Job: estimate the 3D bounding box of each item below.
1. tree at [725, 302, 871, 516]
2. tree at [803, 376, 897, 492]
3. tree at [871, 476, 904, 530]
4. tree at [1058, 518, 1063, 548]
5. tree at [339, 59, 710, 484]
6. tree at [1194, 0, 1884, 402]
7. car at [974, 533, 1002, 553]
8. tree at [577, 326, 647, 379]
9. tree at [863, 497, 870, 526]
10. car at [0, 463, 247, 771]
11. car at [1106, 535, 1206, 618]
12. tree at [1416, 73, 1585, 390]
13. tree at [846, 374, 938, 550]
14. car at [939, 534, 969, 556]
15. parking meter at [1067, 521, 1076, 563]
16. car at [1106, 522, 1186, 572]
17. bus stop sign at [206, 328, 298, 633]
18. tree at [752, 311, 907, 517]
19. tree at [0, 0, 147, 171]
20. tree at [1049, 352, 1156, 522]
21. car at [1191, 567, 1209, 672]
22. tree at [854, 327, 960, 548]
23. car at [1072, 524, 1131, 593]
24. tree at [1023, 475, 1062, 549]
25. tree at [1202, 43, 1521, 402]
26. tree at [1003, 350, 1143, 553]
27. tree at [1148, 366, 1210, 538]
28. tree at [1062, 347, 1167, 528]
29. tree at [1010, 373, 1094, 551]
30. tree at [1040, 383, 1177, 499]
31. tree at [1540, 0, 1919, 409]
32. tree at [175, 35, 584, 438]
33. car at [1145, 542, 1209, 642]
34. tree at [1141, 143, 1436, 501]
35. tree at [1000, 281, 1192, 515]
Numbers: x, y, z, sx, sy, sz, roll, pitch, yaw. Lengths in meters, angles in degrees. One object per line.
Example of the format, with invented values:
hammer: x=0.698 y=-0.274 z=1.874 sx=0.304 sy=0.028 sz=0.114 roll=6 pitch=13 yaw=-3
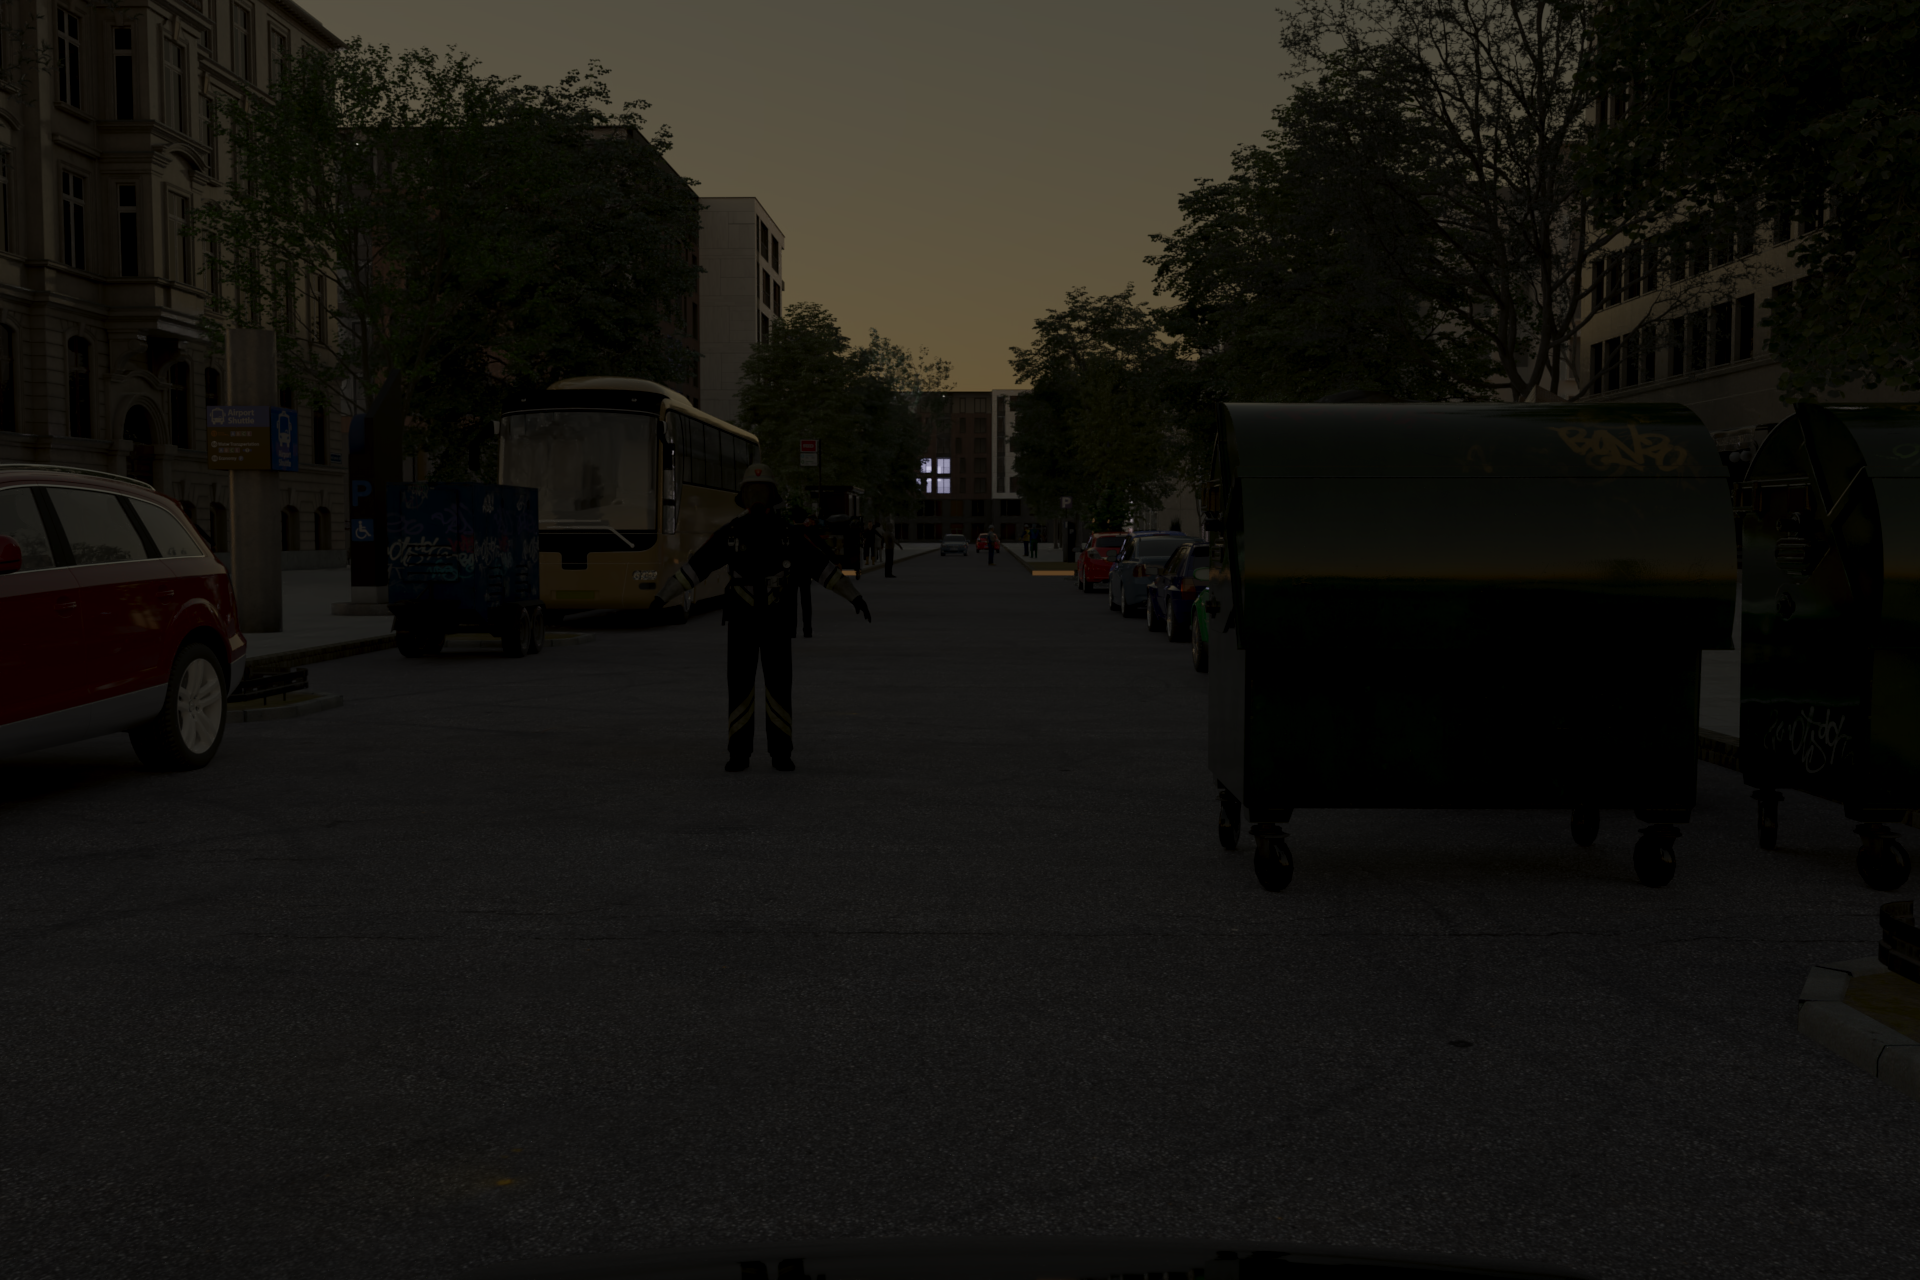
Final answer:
tree: x=-7.974 y=-10.216 z=85.159 sx=7.486 sy=12.596 sz=7.792 roll=0 pitch=3 yaw=0
tree: x=-7.592 y=-11.315 z=110.760 sx=9.928 sy=11.665 sz=9.643 roll=0 pitch=3 yaw=0
tree: x=-6.844 y=-11.947 z=145.703 sx=4.360 sy=8.622 sz=3.978 roll=0 pitch=3 yaw=0
tree: x=9.435 y=-14.318 z=159.846 sx=9.928 sy=11.665 sz=9.643 roll=0 pitch=3 yaw=0
tree: x=-11.462 y=-8.551 z=46.471 sx=9.857 sy=13.997 sz=8.962 roll=0 pitch=3 yaw=0
tree: x=9.433 y=-7.219 z=28.405 sx=12.009 sy=13.543 sz=11.850 roll=0 pitch=3 yaw=0
car: x=2.125 y=-7.554 z=132.547 sx=2.155 sy=1.783 sz=4.494 roll=0 pitch=3 yaw=0
tree: x=-11.519 y=-6.424 z=55.387 sx=4.360 sy=8.622 sz=3.978 roll=0 pitch=3 yaw=0
tree: x=-7.497 y=-10.390 z=120.234 sx=4.360 sy=8.622 sz=3.978 roll=0 pitch=3 yaw=0
car: x=-5.656 y=-0.023 z=9.054 sx=2.281 sy=1.827 sz=5.304 roll=0 pitch=4 yaw=1
car: x=3.659 y=-1.160 z=30.963 sx=2.014 sy=1.417 sz=4.499 roll=0 pitch=4 yaw=0
tree: x=25.635 y=-13.180 z=71.375 sx=12.611 sy=20.169 sz=13.585 roll=0 pitch=3 yaw=0
tree: x=-6.637 y=-14.094 z=137.093 sx=9.857 sy=13.997 sz=8.962 roll=0 pitch=3 yaw=0
car: x=-0.359 y=-6.228 z=113.831 sx=2.014 sy=1.417 sz=4.499 roll=0 pitch=4 yaw=1
parking meter: x=4.995 y=-4.382 z=77.360 sx=0.399 sy=1.863 sz=0.255 roll=0 pitch=4 yaw=1
car: x=3.976 y=-1.577 z=35.376 sx=1.945 sy=1.707 sz=3.694 roll=0 pitch=4 yaw=1
bus stop sign: x=-9.191 y=-2.051 z=22.551 sx=0.837 sy=3.901 sz=0.837 roll=0 pitch=4 yaw=2
tree: x=-7.466 y=-11.750 z=98.770 sx=9.857 sy=13.997 sz=8.962 roll=0 pitch=3 yaw=0
tree: x=-12.141 y=-6.301 z=13.396 sx=12.009 sy=13.543 sz=11.850 roll=0 pitch=3 yaw=0
tree: x=8.842 y=-11.574 z=107.369 sx=7.486 sy=12.596 sz=7.792 roll=0 pitch=3 yaw=0
car: x=3.290 y=-0.477 z=16.597 sx=1.959 sy=1.807 sz=4.718 roll=0 pitch=4 yaw=1
tree: x=-6.018 y=-18.449 z=157.523 sx=12.611 sy=20.169 sz=13.585 roll=0 pitch=3 yaw=0
car: x=3.912 y=-2.104 z=43.445 sx=2.155 sy=1.783 sz=4.494 roll=0 pitch=4 yaw=1
tree: x=8.432 y=-14.093 z=148.550 sx=7.486 sy=12.596 sz=7.792 roll=0 pitch=3 yaw=0
tree: x=9.229 y=-7.524 z=41.142 sx=7.486 sy=12.596 sz=7.792 roll=0 pitch=3 yaw=0
tree: x=8.109 y=-13.048 z=119.988 sx=9.857 sy=13.997 sz=8.962 roll=0 pitch=3 yaw=0
tree: x=10.340 y=-7.615 z=74.872 sx=4.737 sy=8.622 sz=4.395 roll=0 pitch=3 yaw=0
tree: x=5.785 y=-7.186 z=67.849 sx=4.737 sy=8.622 sz=4.395 roll=0 pitch=3 yaw=0
tree: x=8.230 y=-13.886 z=133.691 sx=9.857 sy=13.997 sz=8.962 roll=0 pitch=3 yaw=0
tree: x=8.012 y=-9.984 z=97.658 sx=8.767 sy=10.594 sz=7.601 roll=0 pitch=4 yaw=-3
tree: x=9.314 y=-6.584 z=14.297 sx=9.857 sy=13.997 sz=8.962 roll=0 pitch=3 yaw=0
tree: x=-11.776 y=-6.709 z=35.456 sx=9.928 sy=11.665 sz=9.643 roll=0 pitch=3 yaw=0
car: x=3.623 y=-0.715 z=24.273 sx=1.945 sy=1.354 sz=3.894 roll=0 pitch=3 yaw=0
tree: x=10.427 y=-9.095 z=55.356 sx=9.857 sy=13.997 sz=8.962 roll=0 pitch=3 yaw=0
tree: x=7.086 y=-11.023 z=86.876 sx=9.857 sy=13.997 sz=8.962 roll=0 pitch=3 yaw=0
